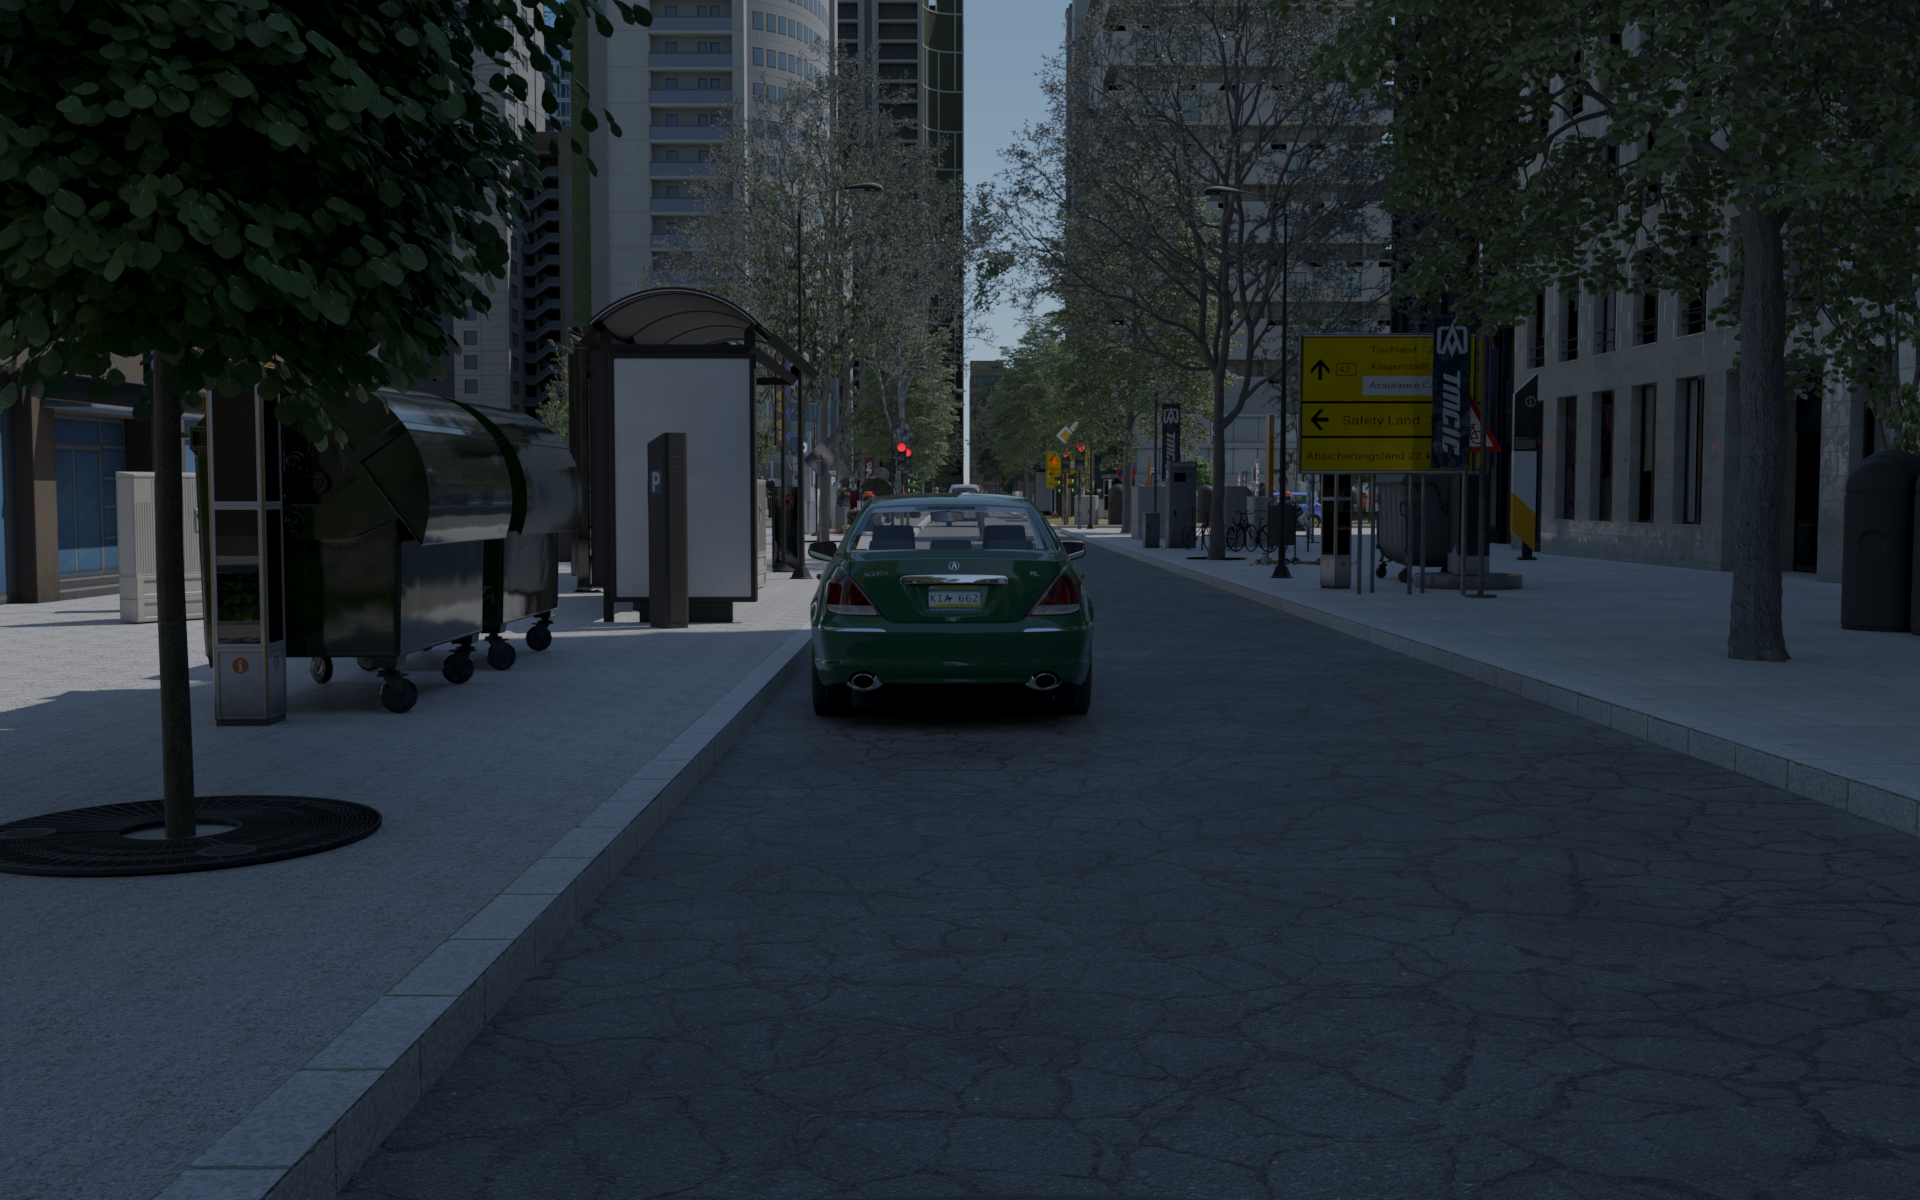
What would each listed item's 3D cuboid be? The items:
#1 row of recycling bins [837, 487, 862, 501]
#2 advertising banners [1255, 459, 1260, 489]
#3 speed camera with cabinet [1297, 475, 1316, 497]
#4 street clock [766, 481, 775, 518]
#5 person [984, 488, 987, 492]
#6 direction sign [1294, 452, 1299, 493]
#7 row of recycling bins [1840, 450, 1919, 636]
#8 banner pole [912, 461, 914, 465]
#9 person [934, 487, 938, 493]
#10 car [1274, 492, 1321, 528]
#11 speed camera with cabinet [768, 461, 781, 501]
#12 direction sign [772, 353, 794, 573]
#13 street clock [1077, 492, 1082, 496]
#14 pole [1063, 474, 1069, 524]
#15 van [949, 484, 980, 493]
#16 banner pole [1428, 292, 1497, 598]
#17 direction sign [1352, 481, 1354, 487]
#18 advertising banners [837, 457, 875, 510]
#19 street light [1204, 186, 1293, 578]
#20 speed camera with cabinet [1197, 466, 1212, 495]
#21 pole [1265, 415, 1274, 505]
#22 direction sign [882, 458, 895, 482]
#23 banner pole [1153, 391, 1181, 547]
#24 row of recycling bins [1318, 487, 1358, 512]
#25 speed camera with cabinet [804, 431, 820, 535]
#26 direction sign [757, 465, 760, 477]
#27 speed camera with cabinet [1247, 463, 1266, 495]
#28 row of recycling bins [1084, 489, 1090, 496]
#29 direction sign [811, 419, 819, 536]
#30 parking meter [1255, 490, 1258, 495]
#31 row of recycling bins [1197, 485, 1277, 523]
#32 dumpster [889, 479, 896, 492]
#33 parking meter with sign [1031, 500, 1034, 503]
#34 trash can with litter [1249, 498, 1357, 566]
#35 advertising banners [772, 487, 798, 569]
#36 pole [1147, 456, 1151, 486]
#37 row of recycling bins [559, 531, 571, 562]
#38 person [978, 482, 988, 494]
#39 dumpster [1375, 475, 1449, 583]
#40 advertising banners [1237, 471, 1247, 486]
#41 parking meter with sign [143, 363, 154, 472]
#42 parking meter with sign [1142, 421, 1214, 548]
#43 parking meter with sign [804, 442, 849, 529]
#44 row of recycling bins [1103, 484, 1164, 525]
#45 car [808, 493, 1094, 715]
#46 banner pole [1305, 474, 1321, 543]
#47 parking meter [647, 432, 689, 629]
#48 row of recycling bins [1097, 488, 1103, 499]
[{"bbox_3d":[-6.993,-6.172,108.032,1.069,1.692,3.534,-3,4,-36],"label":"row of recycling bins"},{"bbox_3d":[15.155,-5.522,86.472,0.090,3.025,2.074,2,4,35],"label":"advertising banners"},{"bbox_3d":[25.925,-8.291,129.886,0.660,3.252,2.038,-1,4,-23],"label":"speed camera with cabinet"},{"bbox_3d":[-10.125,-5.380,92.533,0.358,2.002,0.471,3,4,37],"label":"street clock"},{"bbox_3d":[1.732,-6.307,111.811,0.583,1.804,0.606,0,4,7],"label":"person"},{"bbox_3d":[18.066,-6.184,93.113,0.379,3.537,0.876,2,4,25],"label":"direction sign"},{"bbox_3d":[9.262,-0.490,15.122,1.069,1.692,3.534,-1,4,-21],"label":"row of recycling bins"},{"bbox_3d":[-3.488,-8.466,128.432,0.401,3.779,0.863,1,4,17],"label":"banner pole"},{"bbox_3d":[-1.110,-4.715,86.081,0.782,1.767,0.515,-1,4,-9],"label":"person"},{"bbox_3d":[12.592,-3.629,68.926,3.694,1.707,1.945,0,3,0],"label":"car"},{"bbox_3d":[-10.800,-6.698,103.854,0.660,3.252,2.038,-2,4,-32],"label":"speed camera with cabinet"},{"bbox_3d":[-2.900,-2.226,28.393,0.379,3.537,0.876,1,4,10],"label":"direction sign"},{"bbox_3d":[5.684,-4.738,82.038,0.358,2.002,0.471,0,4,0],"label":"street clock"},{"bbox_3d":[4.507,-4.876,73.562,0.158,3.312,0.155,0,3,0],"label":"pole"},{"bbox_3d":[0.210,-4.283,77.040,2.013,2.044,4.112,0,4,0],"label":"van"},{"bbox_3d":[6.246,-1.923,21.466,0.863,3.779,0.401,1,4,9],"label":"banner pole"},{"bbox_3d":[30.256,-8.643,133.304,0.379,3.537,0.876,-1,4,-19],"label":"direction sign"},{"bbox_3d":[-5.057,-5.300,82.839,2.074,3.025,0.090,1,4,13],"label":"advertising banners"},{"bbox_3d":[4.379,-3.289,26.324,1.470,5.913,1.316,0,4,0],"label":"street light"},{"bbox_3d":[17.256,-7.932,124.021,2.038,3.252,0.660,3,4,37],"label":"speed camera with cabinet"},{"bbox_3d":[7.990,-3.110,44.695,0.158,3.312,0.155,0,3,0],"label":"pole"},{"bbox_3d":[-4.552,-7.226,110.148,0.876,3.537,0.379,1,4,17],"label":"direction sign"},{"bbox_3d":[4.969,-3.185,42.093,0.863,3.779,0.401,2,4,23],"label":"banner pole"},{"bbox_3d":[19.192,-4.956,88.145,1.069,1.692,3.534,-1,4,-11],"label":"row of recycling bins"},{"bbox_3d":[-4.851,-3.718,55.121,0.660,3.252,2.038,0,4,5],"label":"speed camera with cabinet"},{"bbox_3d":[-13.522,-7.552,115.470,0.379,3.537,0.876,1,4,20],"label":"direction sign"},{"bbox_3d":[18.955,-7.157,111.355,2.038,3.252,0.660,3,4,38],"label":"speed camera with cabinet"},{"bbox_3d":[11.017,-7.793,134.529,3.534,1.692,1.069,2,4,30],"label":"row of recycling bins"},{"bbox_3d":[-4.373,-3.717,52.767,0.379,3.537,0.876,0,4,2],"label":"direction sign"},{"bbox_3d":[19.314,-6.369,112.552,0.372,1.533,0.369,0,3,0],"label":"parking meter"},{"bbox_3d":[12.320,-4.275,77.005,3.534,1.692,1.069,1,4,15],"label":"row of recycling bins"},{"bbox_3d":[-4.800,-6.838,114.297,1.502,2.255,1.985,0,4,0],"label":"dumpster"},{"bbox_3d":[5.287,-7.276,115.230,0.543,3.016,1.738,-3,5,-44],"label":"parking meter with sign"},{"bbox_3d":[6.292,-1.260,31.657,2.233,1.210,1.678,0,4,-1],"label":"trash can with litter"},{"bbox_3d":[-3.709,-2.037,29.500,2.074,3.025,0.090,-1,4,-11],"label":"advertising banners"},{"bbox_3d":[10.143,-6.066,93.029,0.158,3.312,0.155,0,3,0],"label":"pole"},{"bbox_3d":[-7.150,-1.581,32.964,3.534,1.692,1.069,-1,4,-9],"label":"row of recycling bins"},{"bbox_3d":[0.579,-2.684,52.664,0.520,1.790,0.573,3,4,37],"label":"person"},{"bbox_3d":[6.923,-1.215,25.616,1.264,1.857,1.865,0,4,0],"label":"dumpster"},{"bbox_3d":[21.220,-8.338,132.516,0.090,3.025,2.074,-3,4,-37],"label":"advertising banners"},{"bbox_3d":[-8.078,-1.410,19.314,1.738,3.016,0.543,-1,4,-13],"label":"parking meter with sign"},{"bbox_3d":[5.230,-2.743,41.116,1.738,3.016,0.543,0,4,-6],"label":"parking meter with sign"},{"bbox_3d":[-4.489,-3.735,57.330,1.738,3.016,0.543,2,4,26],"label":"parking meter with sign"},{"bbox_3d":[7.977,-4.019,72.828,3.534,1.692,1.069,-1,4,-14],"label":"row of recycling bins"},{"bbox_3d":[-0.085,-0.054,12.679,2.131,1.459,4.920,0,4,-1],"label":"car"},{"bbox_3d":[9.468,-3.381,45.293,0.863,3.779,0.401,0,4,-4],"label":"banner pole"},{"bbox_3d":[-2.805,-0.667,16.620,0.255,1.863,0.399,-3,4,-37],"label":"parking meter"},{"bbox_3d":[9.392,-5.527,97.486,3.534,1.692,1.069,3,4,38],"label":"row of recycling bins"}]
